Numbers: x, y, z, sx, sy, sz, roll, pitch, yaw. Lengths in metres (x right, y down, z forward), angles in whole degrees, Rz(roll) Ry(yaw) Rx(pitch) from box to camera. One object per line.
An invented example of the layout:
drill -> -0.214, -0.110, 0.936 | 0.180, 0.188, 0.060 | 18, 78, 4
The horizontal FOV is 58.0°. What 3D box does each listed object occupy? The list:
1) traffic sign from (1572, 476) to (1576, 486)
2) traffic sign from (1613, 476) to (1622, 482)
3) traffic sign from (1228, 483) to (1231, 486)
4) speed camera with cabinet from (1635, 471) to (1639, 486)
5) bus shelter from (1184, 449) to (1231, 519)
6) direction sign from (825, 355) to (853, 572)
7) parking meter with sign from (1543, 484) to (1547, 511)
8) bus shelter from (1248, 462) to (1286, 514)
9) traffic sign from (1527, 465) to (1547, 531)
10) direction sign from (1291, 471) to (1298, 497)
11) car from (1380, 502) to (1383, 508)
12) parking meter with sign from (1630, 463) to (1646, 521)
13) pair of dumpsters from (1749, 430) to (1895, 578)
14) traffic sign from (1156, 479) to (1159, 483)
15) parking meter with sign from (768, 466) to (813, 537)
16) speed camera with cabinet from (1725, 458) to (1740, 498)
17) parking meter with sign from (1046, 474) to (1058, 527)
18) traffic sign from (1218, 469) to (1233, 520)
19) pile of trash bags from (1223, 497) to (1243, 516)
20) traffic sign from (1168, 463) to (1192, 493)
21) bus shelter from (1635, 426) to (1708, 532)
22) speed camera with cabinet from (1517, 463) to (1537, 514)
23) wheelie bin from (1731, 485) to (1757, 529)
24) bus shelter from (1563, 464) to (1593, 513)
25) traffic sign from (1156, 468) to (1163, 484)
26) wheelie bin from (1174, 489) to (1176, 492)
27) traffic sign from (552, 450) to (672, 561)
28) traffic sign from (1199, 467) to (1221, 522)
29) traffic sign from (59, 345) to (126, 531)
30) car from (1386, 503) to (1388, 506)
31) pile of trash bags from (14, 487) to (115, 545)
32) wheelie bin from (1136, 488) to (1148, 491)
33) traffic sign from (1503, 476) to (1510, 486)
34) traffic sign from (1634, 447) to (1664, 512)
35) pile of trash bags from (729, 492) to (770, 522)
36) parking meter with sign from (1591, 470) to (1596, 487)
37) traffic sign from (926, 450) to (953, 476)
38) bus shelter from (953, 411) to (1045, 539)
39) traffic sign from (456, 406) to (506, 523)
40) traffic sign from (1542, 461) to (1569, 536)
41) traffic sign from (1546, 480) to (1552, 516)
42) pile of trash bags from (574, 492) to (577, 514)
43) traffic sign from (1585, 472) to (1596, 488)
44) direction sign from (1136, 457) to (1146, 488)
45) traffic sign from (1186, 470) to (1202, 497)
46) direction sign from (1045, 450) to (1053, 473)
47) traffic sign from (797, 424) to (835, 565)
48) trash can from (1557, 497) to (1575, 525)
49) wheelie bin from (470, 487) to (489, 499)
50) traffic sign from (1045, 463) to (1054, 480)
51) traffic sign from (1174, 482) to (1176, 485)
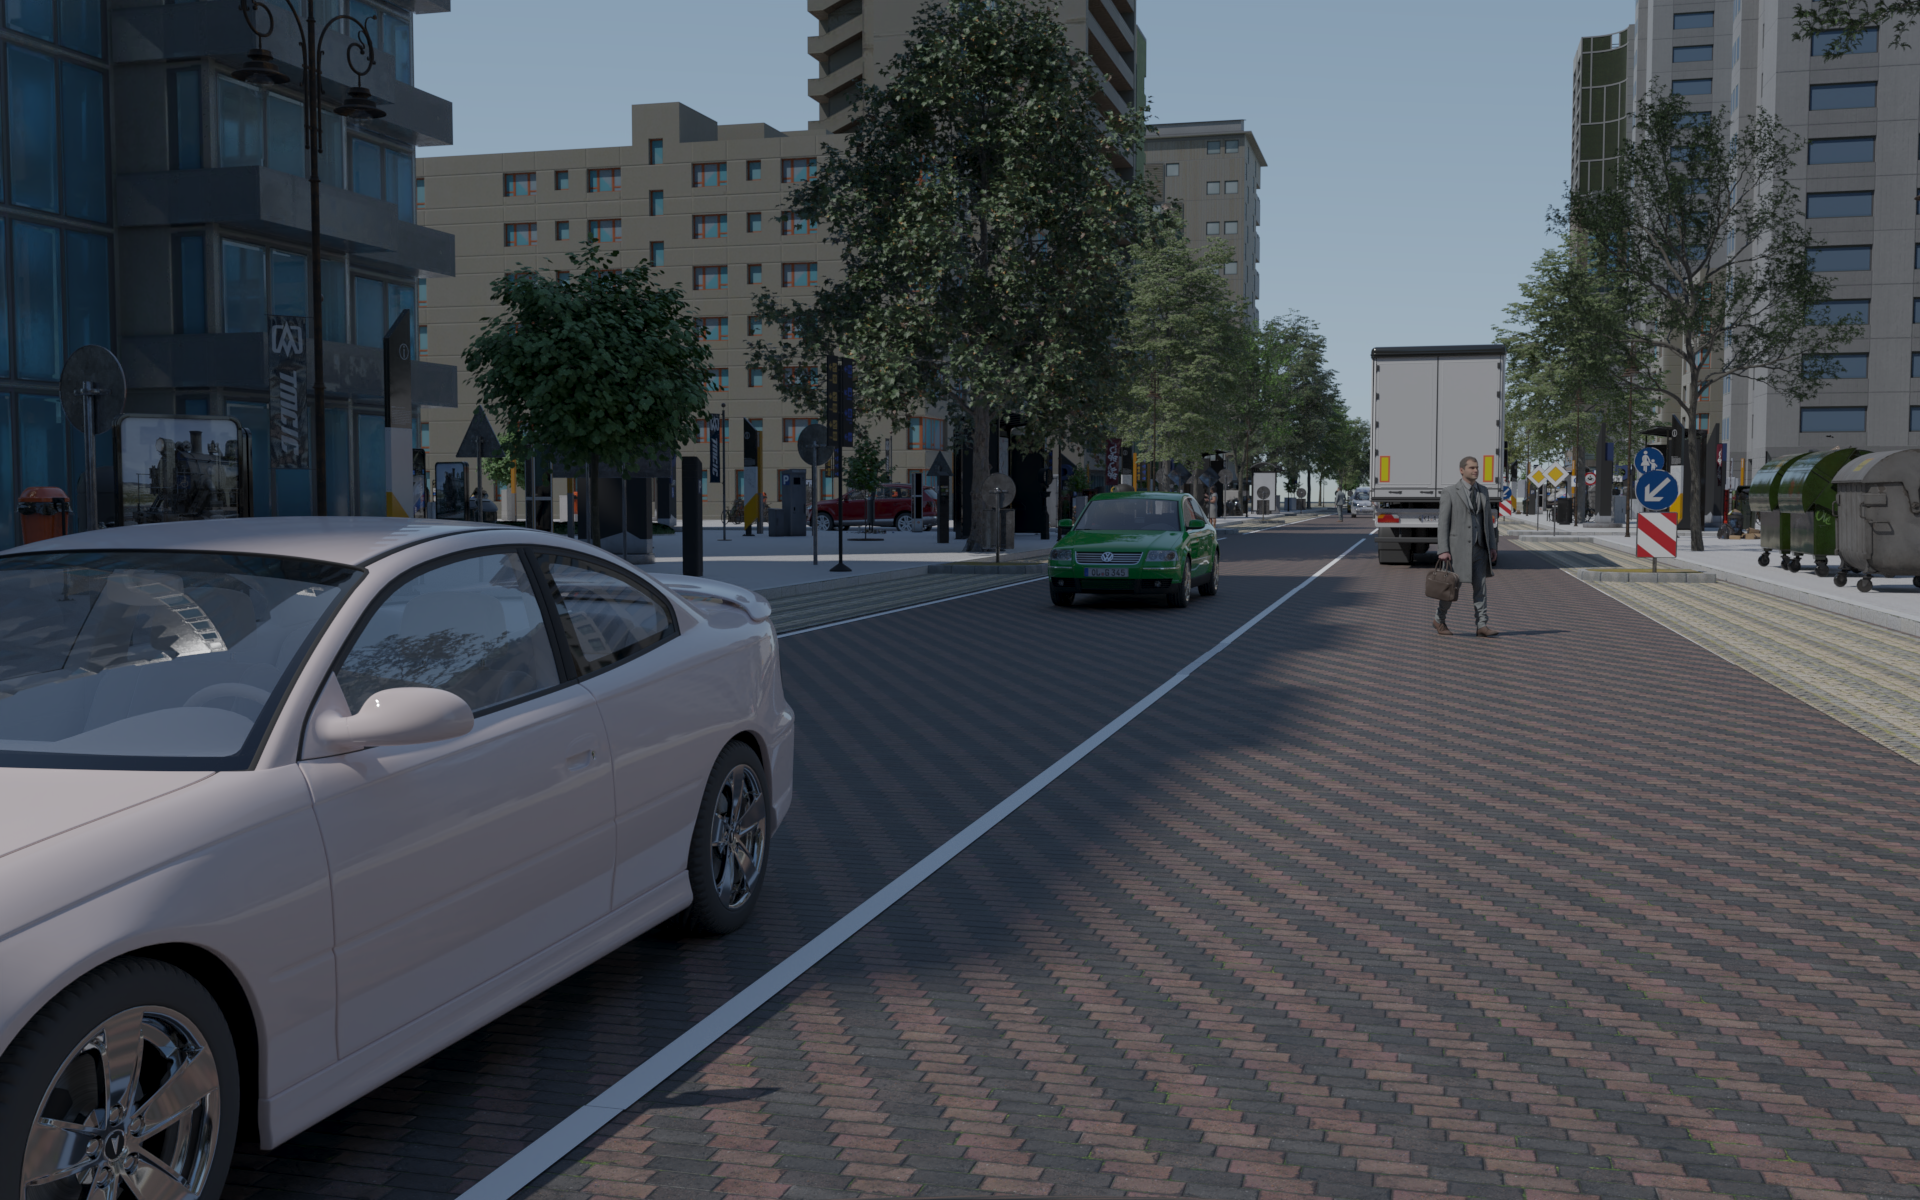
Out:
traffic sign -> 34.996, -5.881, 98.287 | 0.606, 2.300, 0.079 | 1, 4, 22
traffic sign -> 36.024, -5.687, 95.115 | 0.606, 2.300, 0.079 | 1, 4, 15
traffic sign -> 17.512, -7.030, 114.945 | 0.884, 2.594, 0.081 | 1, 4, 16
speed camera with cabinet -> 47.499, -7.658, 119.542 | 0.660, 3.252, 2.038 | -3, 4, -38
bus shelter -> 13.282, -6.212, 92.850 | 1.731, 3.624, 6.357 | 1, 4, 15
direction sign -> -1.978, -2.240, 28.619 | 0.379, 3.537, 0.876 | 2, 4, 23
parking meter with sign -> 44.302, -8.289, 131.790 | 1.738, 3.016, 0.543 | 2, 4, 25
bus shelter -> 19.912, -7.248, 112.425 | 2.014, 3.302, 5.546 | 1, 4, 15
traffic sign -> 20.105, -3.461, 60.222 | 0.795, 2.450, 0.064 | 1, 4, 15
direction sign -> 26.288, -8.816, 136.143 | 0.379, 3.537, 0.876 | -1, 4, -20
car -> 38.019, -8.963, 156.770 | 2.015, 1.641, 3.980 | 1, 4, 17
parking meter with sign -> 33.273, -5.335, 83.489 | 1.738, 3.016, 0.543 | 1, 4, 19
pair of dumpsters -> 14.184, -1.586, 28.426 | 1.574, 2.255, 4.437 | 1, 4, 15
traffic sign -> 10.485, -5.413, 89.691 | 0.795, 2.450, 0.064 | 1, 4, 23
parking meter with sign -> -5.062, -3.443, 52.547 | 0.543, 3.016, 1.738 | 3, 5, 41
speed camera with cabinet -> 43.197, -6.171, 95.234 | 2.038, 3.252, 0.660 | 2, 4, 33
parking meter with sign -> 3.461, -4.313, 66.771 | 1.738, 3.016, 0.543 | 1, 4, 12
traffic sign -> 13.361, -5.331, 87.269 | 0.768, 2.556, 0.104 | 1, 4, 21
pile of trash bags -> 14.865, -5.579, 100.969 | 1.912, 1.369, 3.447 | -3, 5, -44
traffic sign -> 7.035, -3.170, 55.467 | 0.795, 2.450, 0.064 | 1, 4, 15
bus shelter -> 25.475, -4.336, 62.175 | 1.731, 3.624, 6.357 | 1, 4, 15
speed camera with cabinet -> 36.469, -7.125, 110.828 | 2.038, 3.252, 0.660 | -3, 5, -40
wheelie bin -> 28.556, -3.362, 62.878 | 0.980, 1.594, 0.693 | 0, 4, -3
bus shelter -> 41.612, -7.561, 117.543 | 2.014, 3.302, 5.546 | 1, 4, 15
traffic sign -> 9.918, -5.170, 84.638 | 0.768, 2.556, 0.104 | 1, 4, 22
wheelie bin -> 14.038, -6.529, 114.652 | 0.980, 1.594, 0.693 | -3, 5, -45
traffic sign -> -5.466, -2.010, 26.735 | 2.265, 3.308, 0.079 | 1, 4, 20
traffic sign -> 9.103, -3.642, 63.181 | 0.795, 2.450, 0.064 | 1, 4, 15
traffic sign -> -7.419, -0.898, 14.794 | 0.768, 2.556, 0.104 | 1, 4, 23
car -> 20.074, -3.980, 77.434 | 2.083, 1.381, 4.827 | 1, 4, 16
pile of trash bags -> -10.653, -0.761, 22.201 | 1.912, 1.369, 3.447 | 1, 4, 13
wheelie bin -> 9.964, -5.343, 95.262 | 0.980, 1.594, 0.693 | 1, 4, 17
traffic sign -> 39.131, -7.616, 124.624 | 0.768, 2.556, 0.104 | 2, 4, 24
traffic sign -> 18.783, -2.885, 47.274 | 0.768, 2.556, 0.104 | 1, 4, 17
pile of trash bags -> -9.474, -4.273, 79.609 | 1.912, 1.369, 3.447 | 0, 4, 8
parking meter with sign -> 45.476, -7.836, 124.374 | 0.543, 3.016, 1.738 | 3, 4, 36
traffic sign -> -0.602, -3.153, 51.555 | 0.884, 2.594, 0.081 | 1, 4, 22
bus shelter -> 1.400, -3.700, 51.771 | 1.731, 3.624, 6.357 | 1, 4, 15
traffic sign -> -7.001, -1.545, 25.257 | 0.884, 2.594, 0.081 | 1, 4, 22
traffic sign -> 18.037, -2.989, 52.508 | 0.795, 2.450, 0.064 | 1, 4, 15
traffic sign -> 34.319, -6.131, 100.340 | 0.768, 2.556, 0.104 | 1, 4, 21
pile of trash bags -> -25.892, -6.751, 120.137 | 1.912, 1.369, 3.447 | 2, 4, 33
traffic sign -> 36.651, -6.157, 100.771 | 0.768, 2.556, 0.104 | 1, 4, 18
direction sign -> 11.044, -6.946, 105.566 | 0.379, 3.537, 0.876 | -2, 4, -34
traffic sign -> 12.069, -5.471, 89.456 | 0.884, 2.594, 0.081 | 2, 4, 25
direction sign -> 4.533, -5.944, 89.184 | 0.379, 3.537, 0.876 | -2, 4, -28
traffic sign -> -2.619, -1.908, 31.300 | 0.768, 2.556, 0.104 | 2, 4, 24
trash can -> 25.194, -3.699, 72.125 | 0.748, 1.137, 0.748 | 0, 3, 0
wheelie bin -> -22.559, -4.492, 81.357 | 0.693, 1.594, 0.980 | 1, 4, 14
traffic sign -> 3.051, -3.913, 63.975 | 0.884, 2.594, 0.081 | 2, 4, 24
traffic sign -> 11.959, -5.939, 97.203 | 0.768, 2.556, 0.104 | 1, 4, 19
